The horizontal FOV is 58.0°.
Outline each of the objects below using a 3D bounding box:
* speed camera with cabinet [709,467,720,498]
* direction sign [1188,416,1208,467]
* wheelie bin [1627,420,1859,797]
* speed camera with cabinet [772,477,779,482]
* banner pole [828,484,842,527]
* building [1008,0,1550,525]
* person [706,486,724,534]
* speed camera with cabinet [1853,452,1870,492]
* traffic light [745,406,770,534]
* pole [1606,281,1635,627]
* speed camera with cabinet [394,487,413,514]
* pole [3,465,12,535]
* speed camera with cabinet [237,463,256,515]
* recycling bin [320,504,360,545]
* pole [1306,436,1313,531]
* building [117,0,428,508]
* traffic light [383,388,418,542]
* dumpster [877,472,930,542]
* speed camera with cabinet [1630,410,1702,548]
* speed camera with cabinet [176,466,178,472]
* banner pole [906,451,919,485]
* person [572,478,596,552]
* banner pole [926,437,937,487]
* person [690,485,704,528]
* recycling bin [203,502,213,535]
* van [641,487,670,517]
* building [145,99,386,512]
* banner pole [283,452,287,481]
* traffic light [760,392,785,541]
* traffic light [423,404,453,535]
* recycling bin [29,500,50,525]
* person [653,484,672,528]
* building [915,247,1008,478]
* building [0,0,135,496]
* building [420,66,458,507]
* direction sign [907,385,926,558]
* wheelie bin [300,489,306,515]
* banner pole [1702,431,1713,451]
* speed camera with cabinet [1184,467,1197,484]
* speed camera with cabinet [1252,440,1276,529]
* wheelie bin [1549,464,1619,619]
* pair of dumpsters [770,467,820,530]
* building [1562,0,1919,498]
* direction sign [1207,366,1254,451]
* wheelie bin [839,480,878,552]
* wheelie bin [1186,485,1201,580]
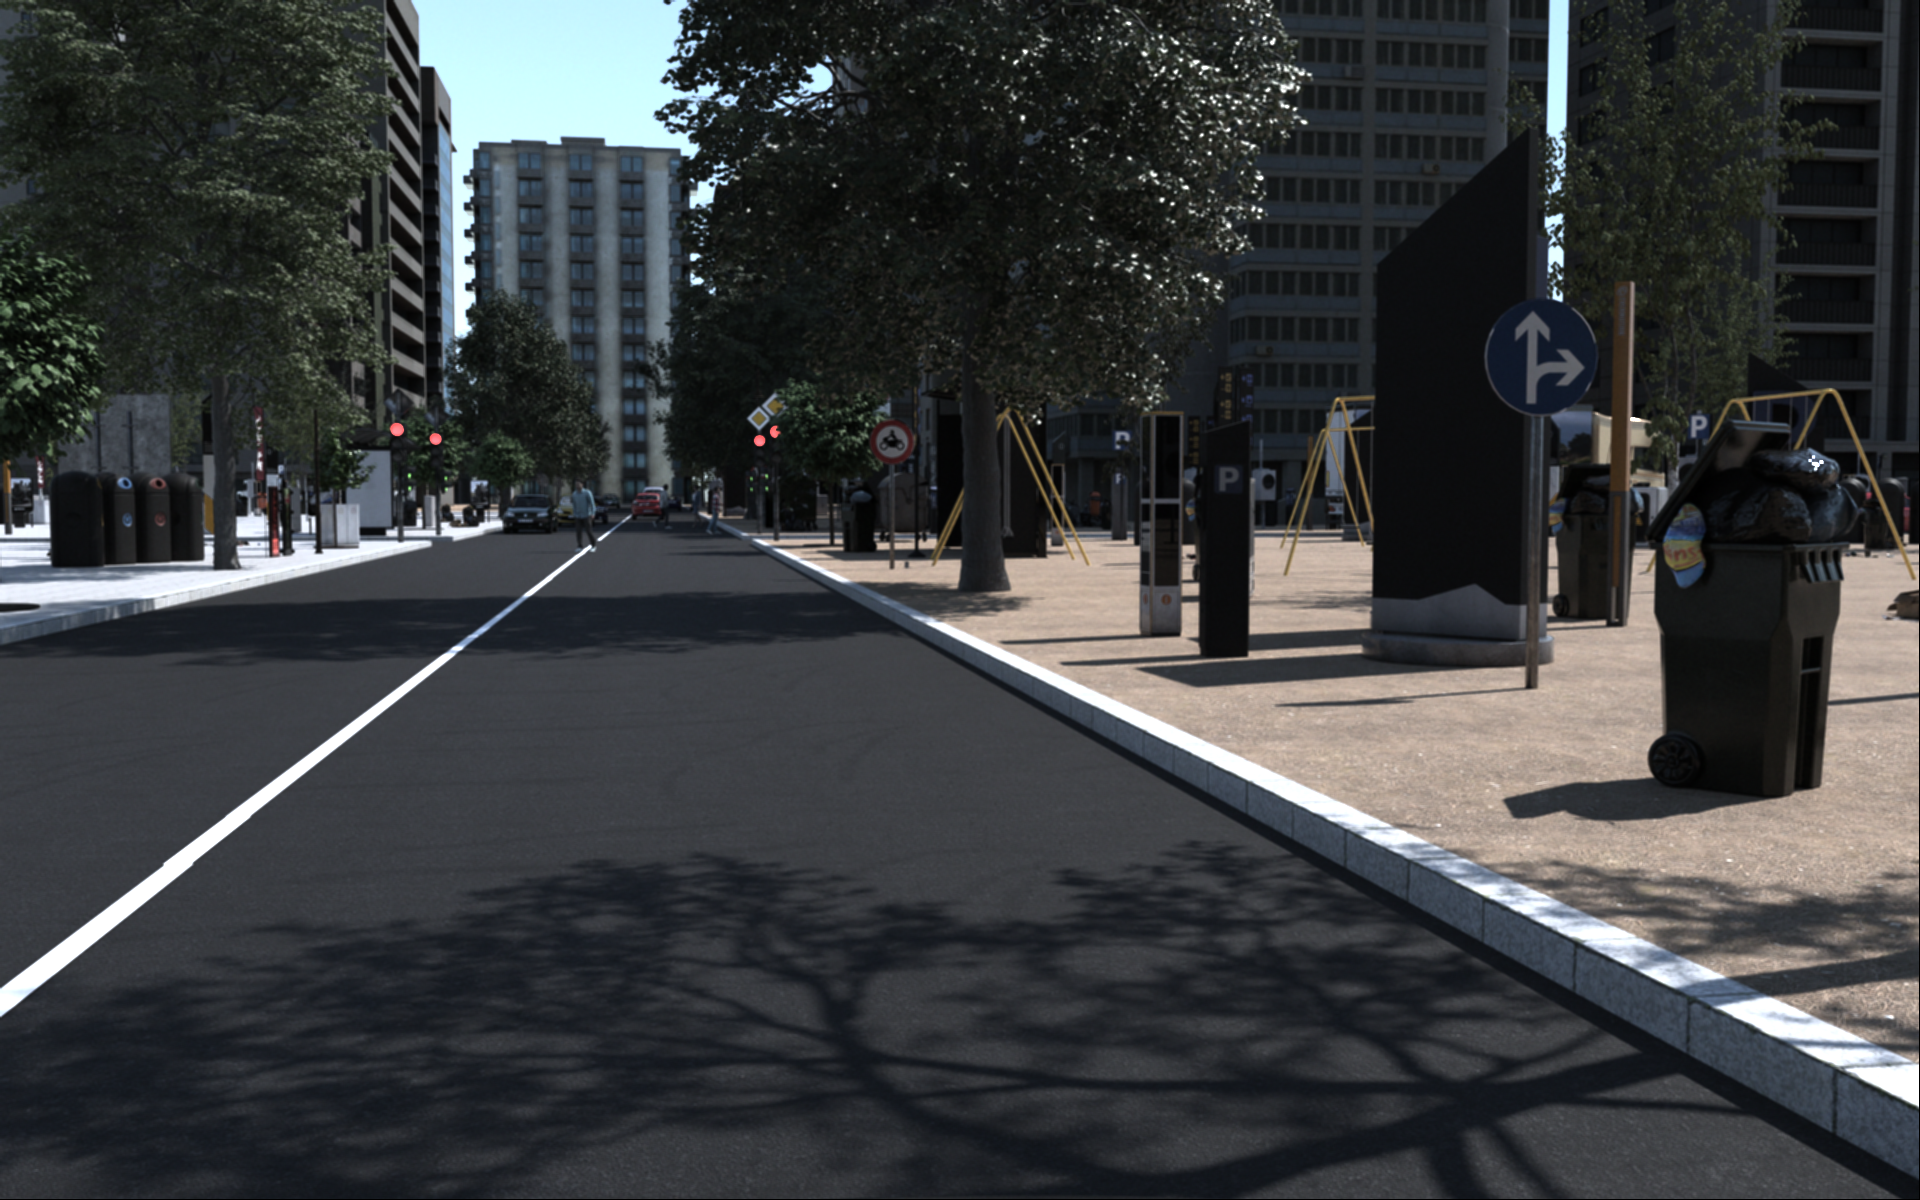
[{"bbox_3d":[-14.908,-7.071,109.946,2.038,3.252,0.660,-1,4,-9],"label":"speed camera with cabinet"},{"bbox_3d":[7.042,-3.561,50.226,0.876,3.537,0.379,1,4,10],"label":"direction sign"},{"bbox_3d":[3.485,0.018,7.610,0.980,1.594,0.693,-3,5,-42],"label":"wheelie bin"},{"bbox_3d":[-9.935,-6.434,99.533,2.038,3.252,0.660,1,4,10],"label":"speed camera with cabinet"},{"bbox_3d":[-4.889,-4.684,66.592,0.401,3.779,0.863,-1,4,-10],"label":"banner pole"},{"bbox_3d":[15.725,-24.196,87.482,23.993,40.220,32.217,-1,4,-10],"label":"building"},{"bbox_3d":[-8.837,-3.245,62.399,0.643,1.720,0.563,-1,4,-10],"label":"person"},{"bbox_3d":[40.247,-5.165,78.791,2.038,3.252,0.660,0,4,1],"label":"speed camera with cabinet"},{"bbox_3d":[-6.446,-4.071,55.487,0.839,4.253,0.868,-1,4,-10],"label":"traffic light"},{"bbox_3d":[6.386,-1.400,16.740,0.158,3.312,0.155,0,3,0],"label":"pole"},{"bbox_3d":[-35.606,-7.081,110.109,0.660,3.252,2.038,1,4,15],"label":"speed camera with cabinet"},{"bbox_3d":[-30.180,-3.731,54.845,0.158,3.312,0.155,0,3,0],"label":"pole"},{"bbox_3d":[-44.895,-7.011,108.969,0.660,3.252,2.038,-3,5,-40],"label":"speed camera with cabinet"},{"bbox_3d":[-15.695,-1.911,43.801,0.722,1.027,0.722,3,5,39],"label":"recycling bin"},{"bbox_3d":[12.304,-4.101,60.889,0.158,3.312,0.155,0,3,0],"label":"pole"},{"bbox_3d":[-58.227,-32.049,147.703,21.300,48.544,21.600,-1,4,-10],"label":"building"},{"bbox_3d":[-14.841,-3.486,45.912,0.839,4.253,0.868,-1,4,-10],"label":"traffic light"},{"bbox_3d":[-1.524,-2.529,47.110,1.264,1.857,1.865,-1,4,-10],"label":"dumpster"},{"bbox_3d":[16.788,-2.868,41.221,0.660,3.252,2.038,-3,5,-44],"label":"speed camera with cabinet"},{"bbox_3d":[-54.045,-7.741,120.893,0.660,3.252,2.038,3,4,38],"label":"speed camera with cabinet"},{"bbox_3d":[-2.270,-5.831,85.361,0.863,3.779,0.401,1,4,11],"label":"banner pole"},{"bbox_3d":[-9.296,-2.104,42.913,0.660,1.820,0.620,1,4,16],"label":"person"},{"bbox_3d":[-1.270,-5.232,75.566,0.401,3.779,0.863,-3,5,-40],"label":"banner pole"},{"bbox_3d":[-11.110,-3.960,73.273,0.654,1.822,0.581,-2,4,-26],"label":"person"},{"bbox_3d":[-23.606,-2.585,54.813,0.722,1.027,0.722,2,4,24],"label":"recycling bin"},{"bbox_3d":[-19.686,-6.395,111.570,2.013,2.044,4.112,-1,4,-9],"label":"van"},{"bbox_3d":[-51.939,-21.971,130.928,14.160,30.474,14.107,-1,4,-10],"label":"building"},{"bbox_3d":[-39.339,-6.787,100.982,0.401,3.779,0.863,-2,4,-31],"label":"banner pole"},{"bbox_3d":[-5.078,-3.590,47.619,0.839,4.253,0.868,-1,4,-10],"label":"traffic light"},{"bbox_3d":[-16.209,-3.967,53.780,0.839,4.253,0.868,-1,4,-10],"label":"traffic light"},{"bbox_3d":[-38.754,-3.705,73.135,0.722,1.027,0.722,1,4,8],"label":"recycling bin"},{"bbox_3d":[-12.382,-3.900,72.116,0.795,1.843,0.661,-2,4,-29],"label":"person"},{"bbox_3d":[12.622,-16.854,120.598,27.650,21.520,28.899,-1,4,-10],"label":"building"},{"bbox_3d":[-94.291,-38.278,167.845,28.212,58.520,21.231,-1,4,-10],"label":"building"},{"bbox_3d":[-60.029,-32.274,177.789,14.200,45.320,14.600,-1,4,-10],"label":"building"},{"bbox_3d":[-0.879,-2.632,35.028,0.379,3.537,0.876,0,4,6],"label":"direction sign"},{"bbox_3d":[-41.222,-6.164,108.693,0.693,1.594,0.980,-1,4,-19],"label":"wheelie bin"},{"bbox_3d":[25.955,-4.310,60.489,0.401,3.779,0.863,-2,4,-35],"label":"banner pole"},{"bbox_3d":[7.878,-4.151,62.206,2.038,3.252,0.660,-2,4,-24],"label":"speed camera with cabinet"},{"bbox_3d":[10.402,-4.162,62.388,2.038,3.252,0.660,-2,4,-28],"label":"speed camera with cabinet"},{"bbox_3d":[6.619,-0.614,17.952,0.980,1.594,0.693,0,4,-8],"label":"wheelie bin"},{"bbox_3d":[-6.040,-3.731,63.491,1.574,2.255,4.437,-1,4,-10],"label":"pair of dumpsters"},{"bbox_3d":[46.068,-39.795,88.898,20.611,71.187,20.563,-1,4,-10],"label":"building"},{"bbox_3d":[4.922,-2.384,30.970,0.876,3.537,0.379,-3,4,-37],"label":"direction sign"},{"bbox_3d":[-2.243,-1.860,38.320,0.693,1.594,0.980,-3,4,-38],"label":"wheelie bin"},{"bbox_3d":[3.855,-1.084,25.638,0.980,1.594,0.693,0,4,-6],"label":"wheelie bin"}]
